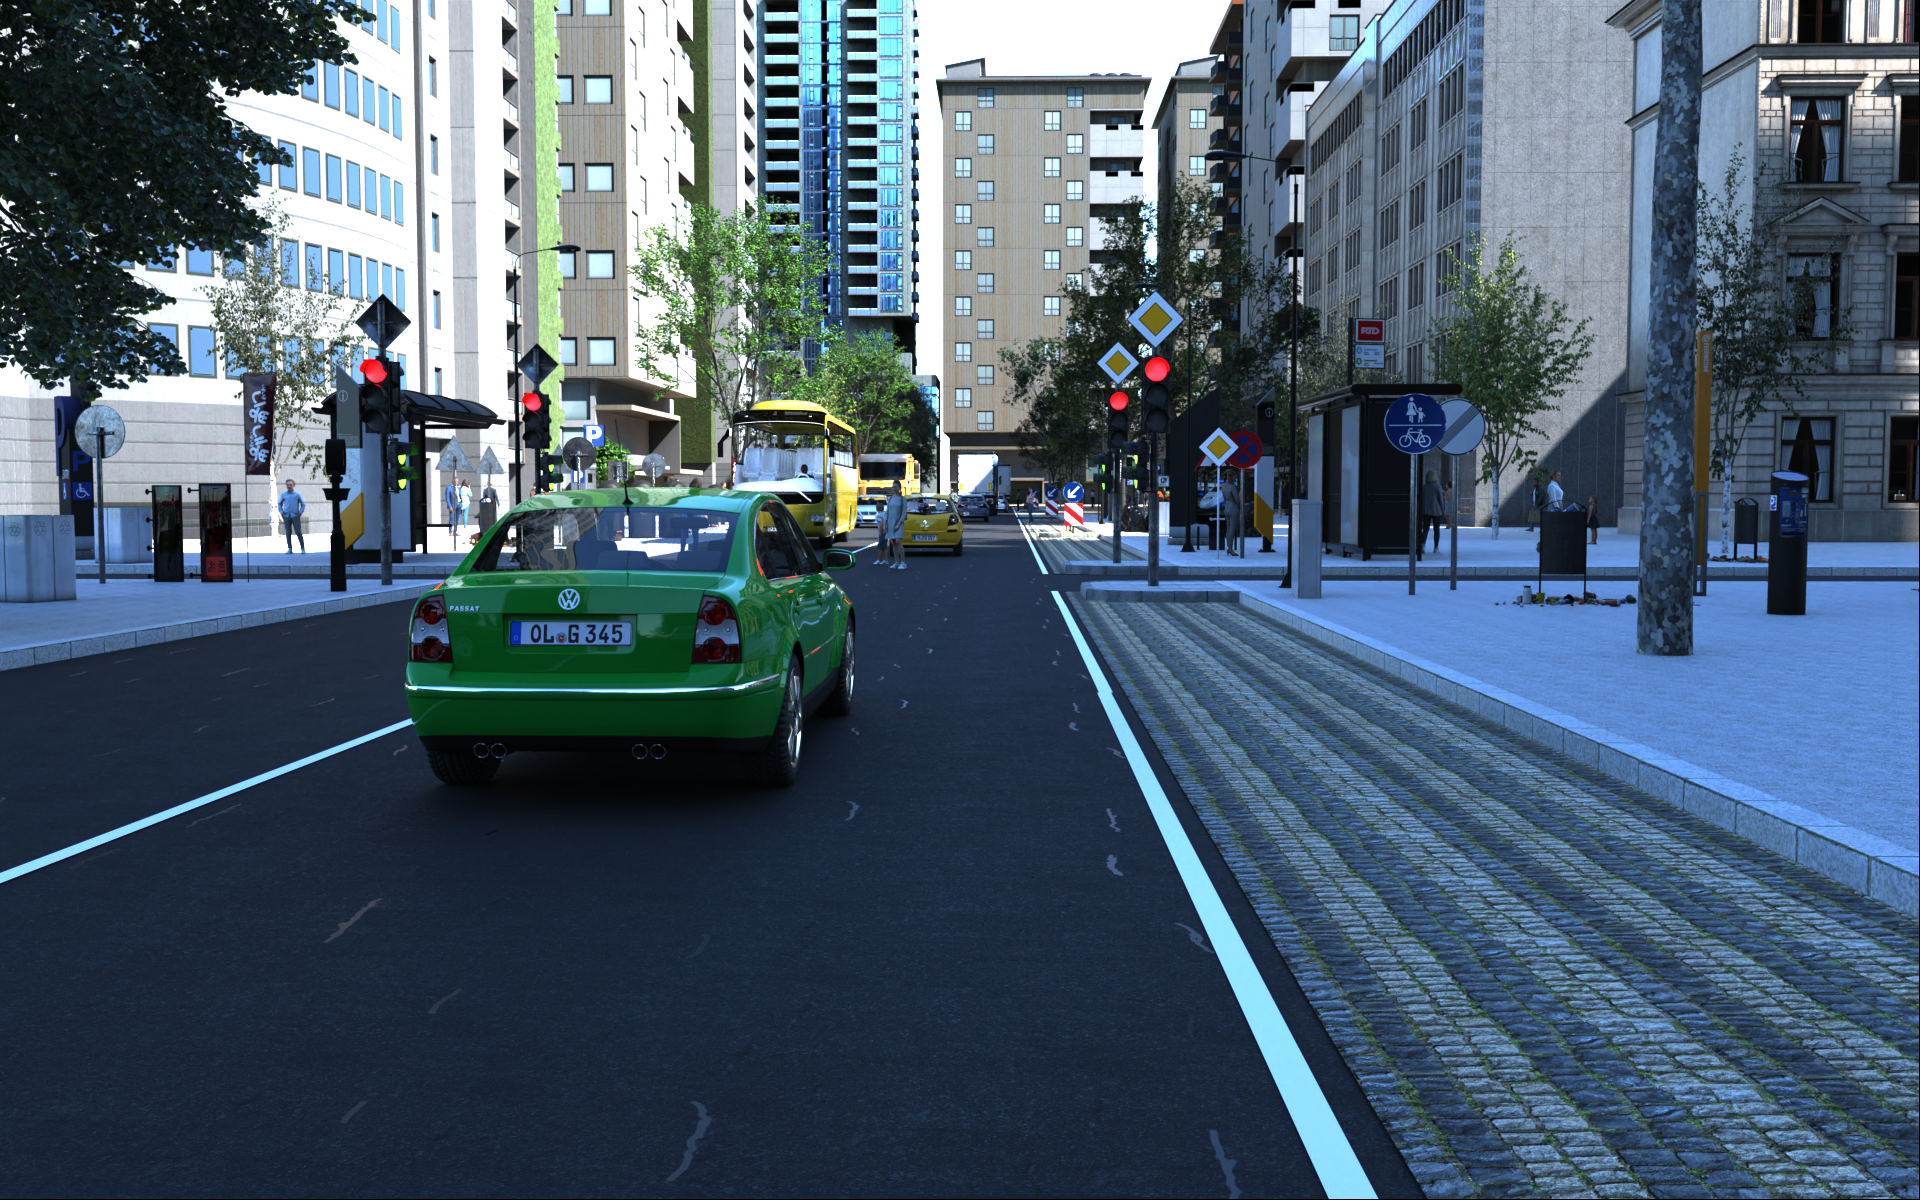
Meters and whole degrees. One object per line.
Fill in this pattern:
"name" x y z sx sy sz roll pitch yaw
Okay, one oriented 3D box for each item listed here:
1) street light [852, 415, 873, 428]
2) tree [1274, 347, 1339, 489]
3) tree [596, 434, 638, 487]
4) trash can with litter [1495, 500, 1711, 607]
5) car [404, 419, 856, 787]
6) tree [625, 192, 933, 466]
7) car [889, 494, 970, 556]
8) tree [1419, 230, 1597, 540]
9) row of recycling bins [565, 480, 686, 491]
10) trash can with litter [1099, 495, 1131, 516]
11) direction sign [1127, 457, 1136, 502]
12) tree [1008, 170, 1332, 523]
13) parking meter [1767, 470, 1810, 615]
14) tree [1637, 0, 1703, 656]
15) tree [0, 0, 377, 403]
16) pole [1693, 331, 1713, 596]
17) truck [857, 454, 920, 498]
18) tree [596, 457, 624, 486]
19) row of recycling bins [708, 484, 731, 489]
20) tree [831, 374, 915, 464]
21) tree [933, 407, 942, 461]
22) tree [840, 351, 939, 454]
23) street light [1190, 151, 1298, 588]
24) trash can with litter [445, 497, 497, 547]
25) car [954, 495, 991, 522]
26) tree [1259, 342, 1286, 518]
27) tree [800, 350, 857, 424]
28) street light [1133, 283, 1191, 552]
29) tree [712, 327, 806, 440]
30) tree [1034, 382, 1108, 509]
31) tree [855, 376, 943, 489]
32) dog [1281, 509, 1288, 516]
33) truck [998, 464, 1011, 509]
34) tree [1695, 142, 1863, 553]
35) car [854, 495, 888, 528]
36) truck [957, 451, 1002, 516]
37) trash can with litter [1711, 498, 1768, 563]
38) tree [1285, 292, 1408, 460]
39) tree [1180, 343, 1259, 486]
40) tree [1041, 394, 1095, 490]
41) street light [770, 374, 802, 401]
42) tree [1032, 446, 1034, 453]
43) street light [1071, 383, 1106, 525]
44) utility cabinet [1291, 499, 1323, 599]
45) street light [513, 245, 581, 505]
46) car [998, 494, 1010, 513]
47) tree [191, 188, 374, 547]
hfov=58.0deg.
"street light" -5.795 -7.917 101.980 1.470 5.913 1.316 0 4 2
"tree" 17.501 -8.350 86.877 4.737 8.622 4.395 0 3 0
"tree" -19.161 -6.769 94.390 4.285 4.588 4.351 0 3 0
"trash can with litter" 7.416 -0.554 20.113 2.233 1.210 1.678 1 4 20
"car" -1.634 -0.066 9.881 1.959 1.807 4.718 0 4 2
"tree" -7.760 -8.265 60.895 9.928 11.665 9.643 0 3 0
"car" -0.780 -1.908 41.412 2.015 1.641 3.980 0 4 1
"tree" 15.140 -5.987 48.257 4.737 8.622 4.395 0 3 0
"row of recycling bins" -9.675 -2.645 50.353 3.534 1.692 1.069 -1 4 -16
"trash can with litter" 8.901 -5.575 102.210 1.678 1.210 2.233 -1 4 -19
"direction sign" 10.643 -6.973 106.003 0.876 3.537 0.379 -1 4 -11
"tree" 6.505 -7.018 49.149 8.767 10.594 7.601 2 4 23
"parking meter" 8.827 -0.614 18.458 0.372 1.533 0.369 0 3 0
"tree" 6.844 -9.574 12.417 12.611 20.169 13.585 0 3 0
"tree" -9.884 -6.676 15.803 9.857 13.997 8.962 0 3 0
"pole" 9.321 -1.708 21.767 0.158 3.312 0.155 0 3 0
"truck" -3.525 -5.480 85.529 3.469 3.379 9.791 0 4 2
"tree" -17.622 -5.701 87.811 1.663 3.219 1.824 0 3 0
"row of recycling bins" -10.651 -4.006 72.613 3.534 1.692 1.069 0 4 2
"tree" -6.701 -11.773 126.908 8.767 10.594 7.601 3 5 40
"tree" -6.215 -11.119 107.554 9.928 11.665 9.643 0 3 0
"tree" -6.222 -14.237 143.150 12.009 13.543 11.850 0 3 0
"street light" 4.004 -3.122 23.587 1.470 5.913 1.316 0 4 2
"trash can with litter" -11.317 -1.899 42.107 2.233 1.210 1.678 3 4 36
"car" 0.631 -4.799 90.462 2.014 1.417 4.499 0 4 1
"tree" 14.536 -7.305 69.801 4.360 8.622 3.978 0 3 0
"tree" -7.357 -8.500 89.333 4.737 8.622 4.395 0 3 0
"street light" 4.516 -4.019 38.245 1.470 5.913 1.316 0 4 2
"tree" -8.336 -7.558 73.943 4.360 8.622 3.978 0 3 0
"tree" 6.888 -9.240 101.430 4.360 8.622 3.978 0 3 0
"tree" -6.021 -14.911 160.798 9.611 12.733 9.660 0 3 0
"dog" 19.434 -5.186 102.524 0.550 0.427 0.748 -3 5 -44
"truck" 3.492 -10.815 165.746 2.839 4.237 11.283 0 4 1
"tree" 16.813 -5.316 37.279 4.360 8.622 3.978 0 3 0
"car" -3.798 -3.831 74.642 2.014 1.417 4.499 0 4 1
"truck" 1.301 -7.880 117.745 2.839 4.237 11.283 0 4 3
"trash can with litter" 14.800 -1.347 33.079 1.678 1.210 2.233 -1 4 -19
"tree" 14.275 -6.850 62.363 4.360 8.622 3.978 0 3 0
"tree" 12.505 -8.087 82.593 4.360 8.622 3.978 0 3 0
"tree" 7.286 -10.102 115.530 4.737 8.622 4.395 0 3 0
"street light" -6.821 -5.799 67.361 1.470 5.913 1.316 0 4 2
"tree" 8.206 -11.919 145.236 4.360 8.622 3.978 0 3 0
"street light" 5.443 -6.134 72.829 1.470 5.913 1.316 0 4 2
"utility cabinet" 4.355 -0.646 21.731 0.306 1.237 1.020 0 4 6
"street light" -7.758 -3.662 32.418 1.470 5.913 1.316 0 4 2
"car" 2.768 -7.302 131.382 2.014 1.417 4.499 0 4 3
"tree" -16.478 -5.592 41.787 4.360 8.622 3.978 0 3 0
